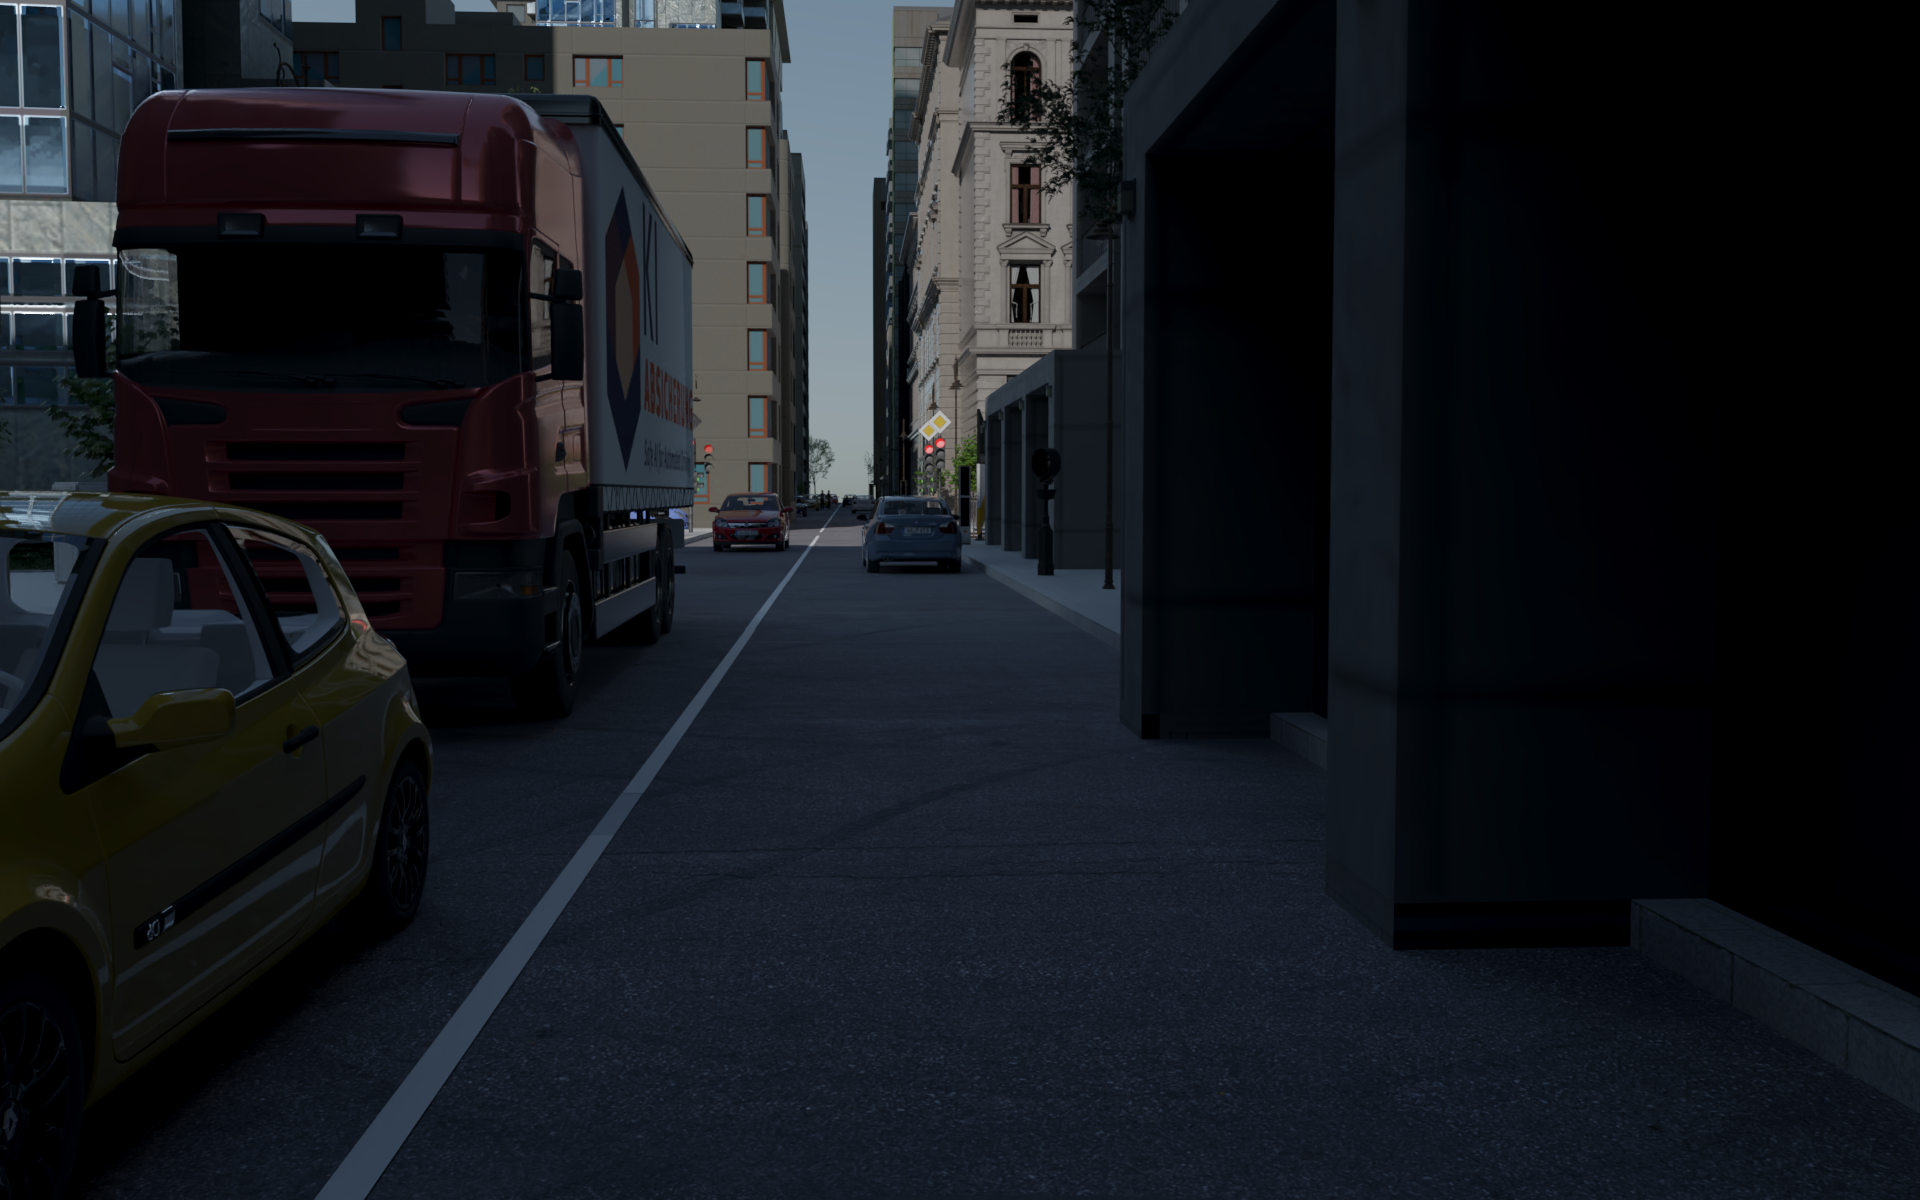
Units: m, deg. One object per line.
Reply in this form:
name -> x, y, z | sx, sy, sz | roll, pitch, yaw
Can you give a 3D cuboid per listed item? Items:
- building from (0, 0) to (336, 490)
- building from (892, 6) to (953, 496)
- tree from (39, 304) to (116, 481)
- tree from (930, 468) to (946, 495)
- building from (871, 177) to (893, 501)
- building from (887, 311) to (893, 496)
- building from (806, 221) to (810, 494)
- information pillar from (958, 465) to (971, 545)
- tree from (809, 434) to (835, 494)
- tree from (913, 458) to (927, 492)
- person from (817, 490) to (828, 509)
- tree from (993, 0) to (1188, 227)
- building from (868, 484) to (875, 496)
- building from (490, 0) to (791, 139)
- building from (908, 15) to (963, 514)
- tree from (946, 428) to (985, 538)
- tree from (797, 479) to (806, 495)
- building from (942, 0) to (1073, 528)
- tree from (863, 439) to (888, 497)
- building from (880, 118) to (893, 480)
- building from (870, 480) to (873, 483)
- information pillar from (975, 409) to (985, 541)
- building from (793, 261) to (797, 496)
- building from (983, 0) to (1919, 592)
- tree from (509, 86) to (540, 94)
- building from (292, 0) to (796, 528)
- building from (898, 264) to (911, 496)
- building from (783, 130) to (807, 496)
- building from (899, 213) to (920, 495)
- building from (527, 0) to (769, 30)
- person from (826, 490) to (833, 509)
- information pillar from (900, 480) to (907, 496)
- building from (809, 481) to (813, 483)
building -> -32.021, -44.827, 45.596 | 31.000, 86.520, 22.319 | 0, 4, -4
building -> 1.130, -28.516, 149.831 | 14.154, 41.232, 14.086 | 0, 4, -4
tree -> -7.175, -1.262, 15.230 | 1.663, 3.219, 1.824 | 0, 3, 0
tree -> 0.177, -3.683, 54.825 | 1.663, 3.219, 1.824 | 0, 3, 0
building -> -5.007, -36.018, 239.007 | 14.600, 45.320, 14.200 | 0, 4, -4
building -> 6.902, -20.038, 172.658 | 27.650, 21.520, 28.899 | 0, 4, -4
building -> -29.168, -34.751, 251.775 | 14.154, 41.232, 14.086 | 0, 4, -4
information pillar -> 0.117, -2.417, 44.012 | 0.304, 2.012, 0.304 | 0, 4, -4
tree -> -25.286, -22.899, 300.150 | 9.928, 11.665, 9.643 | 0, 3, 0
tree -> -1.349, -5.084, 77.720 | 1.663, 3.219, 1.824 | 0, 3, 0
person -> -13.010, -9.475, 163.433 | 1.348, 1.823, 0.705 | 2, 4, 26
tree -> 3.823, -4.925, 14.933 | 7.601, 10.594, 8.767 | 0, 3, 0
building -> 0.858, -36.527, 289.102 | 32.217, 40.220, 23.993 | 0, 4, -4
building -> -32.580, -36.366, 183.826 | 28.713, 52.752, 27.495 | 0, 4, -4
building -> 3.917, -17.987, 91.349 | 12.463, 27.353, 25.104 | 0, 4, -4
tree -> 0.531, -3.438, 50.809 | 1.663, 3.219, 1.824 | 0, 3, 0
tree -> -19.843, -13.541, 215.997 | 1.663, 3.219, 1.824 | 0, 3, 0
building -> 9.518, -14.807, 70.973 | 19.941, 23.489, 11.050 | 0, 4, -4
tree -> -10.500, -16.898, 226.637 | 4.360, 8.622, 3.978 | 0, 3, 0
building -> 2.707, -35.616, 201.934 | 23.786, 49.044, 30.456 | 0, 4, -4
building -> -1.658, -39.256, 261.441 | 23.786, 49.044, 30.456 | 0, 4, -4
information pillar -> 0.578, -3.447, 47.706 | 0.183, 3.616, 0.504 | 1, 4, 20
building -> -26.745, -26.554, 205.851 | 14.160, 30.474, 14.107 | 0, 4, -4
building -> 11.479, -36.342, 32.447 | 20.563, 71.187, 20.611 | 0, 4, -4
tree -> -8.321, -4.917, 30.764 | 4.737, 8.622, 4.395 | 0, 3, 0
building -> -21.782, -14.268, 78.320 | 27.650, 21.520, 28.899 | 0, 4, -4
building -> 1.634, -18.595, 133.713 | 12.332, 23.373, 15.834 | 0, 4, -4
building -> -31.642, -37.281, 233.244 | 21.300, 48.544, 21.600 | 0, 4, -4
building -> 2.087, -17.052, 114.957 | 11.583, 22.565, 21.152 | 0, 4, -4
building -> -26.723, -51.436, 153.646 | 22.319, 86.520, 31.000 | 0, 4, -4
person -> -12.726, -9.770, 168.332 | 0.705, 1.812, 1.348 | -2, 4, -33
information pillar -> -3.011, -5.403, 92.824 | 0.304, 2.012, 0.304 | 1, 4, 9
building -> -35.469, -40.034, 274.167 | 23.786, 49.044, 30.456 | 0, 4, -4
